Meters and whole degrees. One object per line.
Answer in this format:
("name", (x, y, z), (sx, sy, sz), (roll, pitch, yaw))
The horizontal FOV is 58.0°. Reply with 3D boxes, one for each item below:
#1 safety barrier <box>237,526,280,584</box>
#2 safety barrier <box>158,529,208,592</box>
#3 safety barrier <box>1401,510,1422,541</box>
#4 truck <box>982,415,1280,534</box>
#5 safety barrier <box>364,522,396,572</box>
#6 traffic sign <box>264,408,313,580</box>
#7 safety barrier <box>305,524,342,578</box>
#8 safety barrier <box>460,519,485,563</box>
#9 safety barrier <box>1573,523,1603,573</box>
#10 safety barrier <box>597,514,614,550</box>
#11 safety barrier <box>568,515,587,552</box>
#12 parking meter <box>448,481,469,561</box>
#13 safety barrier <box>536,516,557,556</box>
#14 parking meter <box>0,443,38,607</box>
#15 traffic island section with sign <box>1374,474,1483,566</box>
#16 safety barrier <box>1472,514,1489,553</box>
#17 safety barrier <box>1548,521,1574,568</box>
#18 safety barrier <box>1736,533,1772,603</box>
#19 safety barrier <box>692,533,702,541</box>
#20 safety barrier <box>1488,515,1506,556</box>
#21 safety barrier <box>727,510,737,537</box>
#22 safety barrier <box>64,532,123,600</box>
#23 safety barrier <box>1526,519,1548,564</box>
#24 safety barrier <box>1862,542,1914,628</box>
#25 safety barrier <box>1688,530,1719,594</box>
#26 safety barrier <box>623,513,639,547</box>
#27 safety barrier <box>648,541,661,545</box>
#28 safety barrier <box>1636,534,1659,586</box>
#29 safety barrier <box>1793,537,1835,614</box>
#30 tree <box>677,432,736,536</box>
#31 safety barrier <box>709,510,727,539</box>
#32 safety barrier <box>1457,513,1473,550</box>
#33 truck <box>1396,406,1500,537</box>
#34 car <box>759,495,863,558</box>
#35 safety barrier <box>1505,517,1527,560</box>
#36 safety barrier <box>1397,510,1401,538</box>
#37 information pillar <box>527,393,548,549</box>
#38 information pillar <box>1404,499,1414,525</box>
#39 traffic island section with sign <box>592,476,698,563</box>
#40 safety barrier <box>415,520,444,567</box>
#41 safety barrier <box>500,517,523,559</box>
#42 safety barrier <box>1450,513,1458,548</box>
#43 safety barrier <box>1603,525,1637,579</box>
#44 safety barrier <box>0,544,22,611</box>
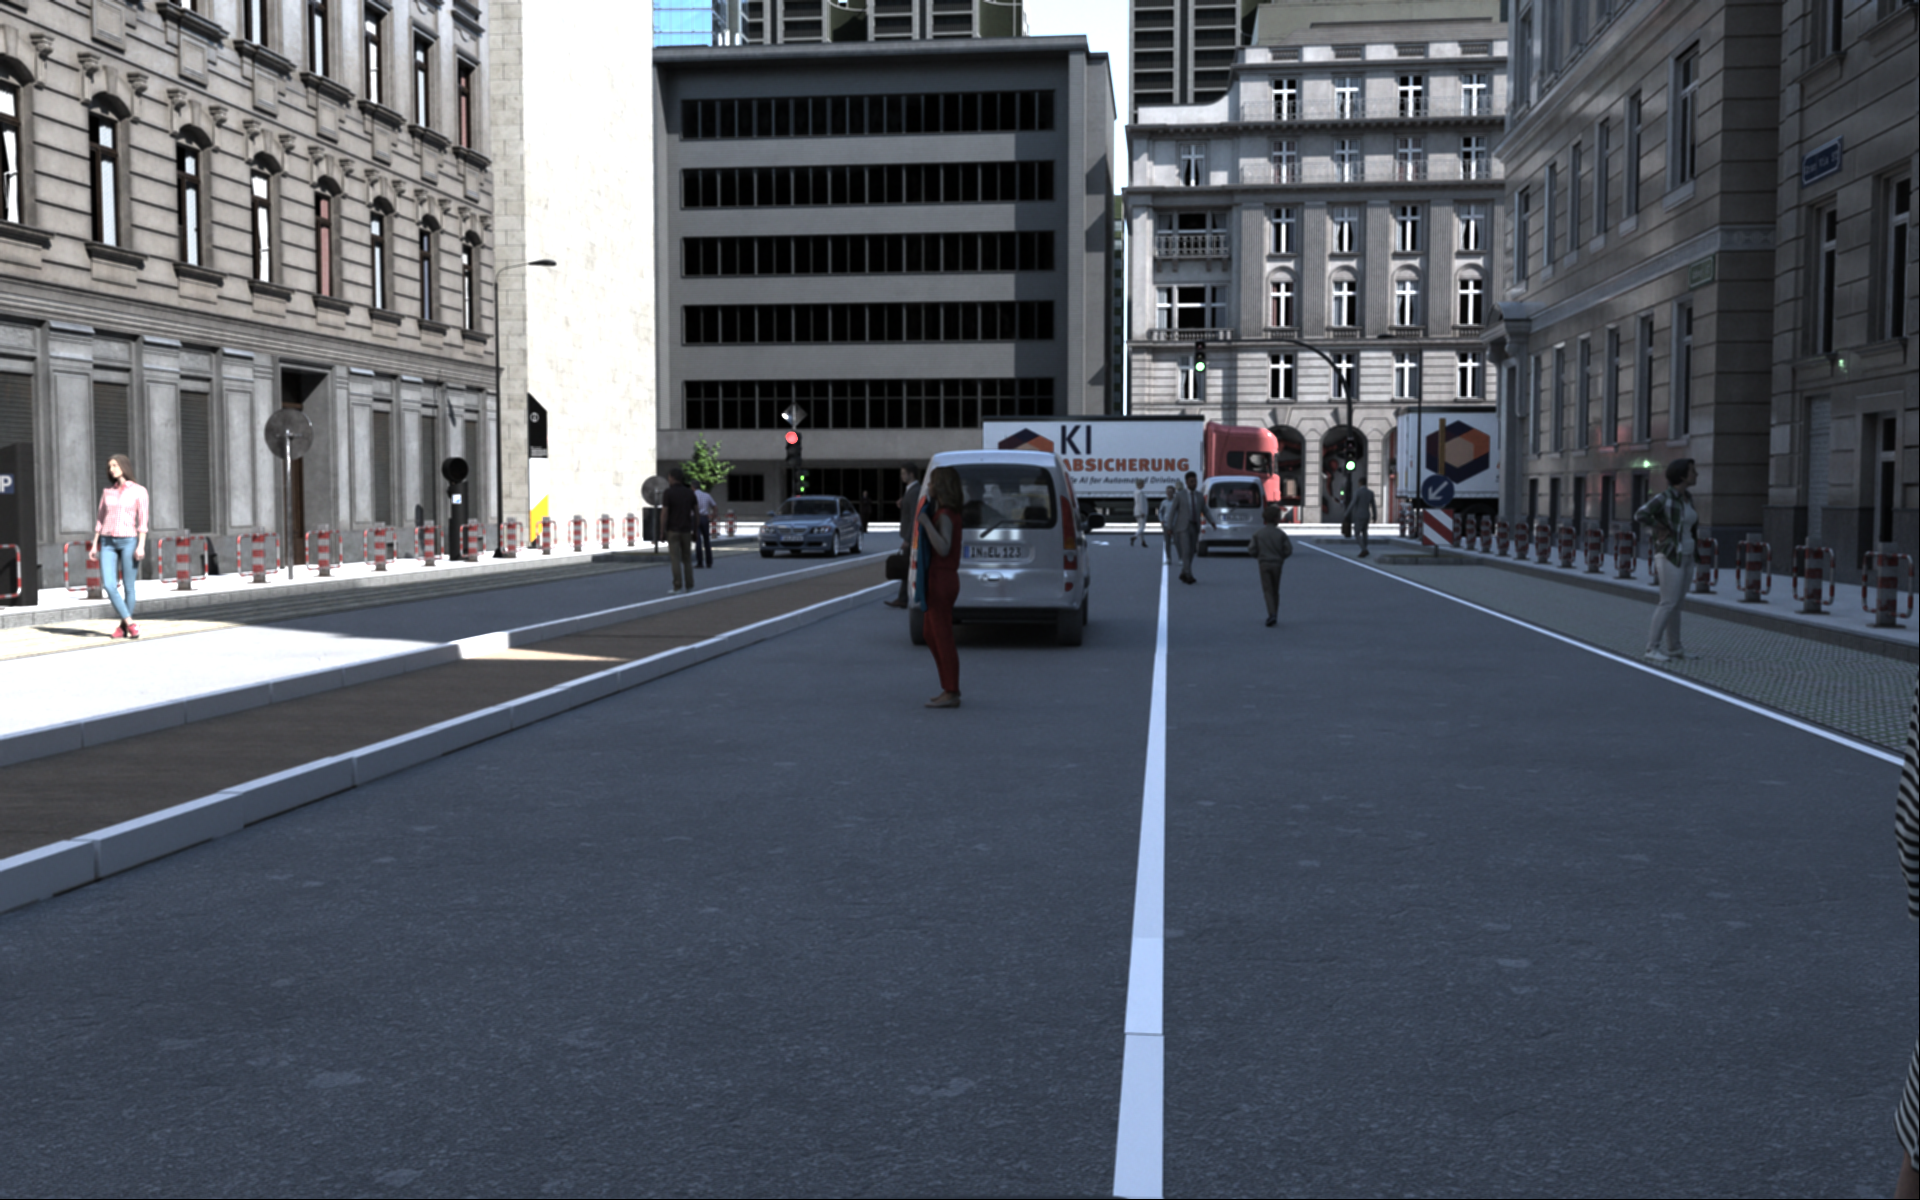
("safety barrier", (-10.025, -0.641, 24.761), (0.300, 0.817, 1.120), (0, 4, 7))
("safety barrier", (-10.247, -0.525, 22.857), (0.300, 0.817, 1.120), (0, 4, 7))
("safety barrier", (12.793, -2.126, 49.029), (0.300, 0.817, 1.120), (0, 4, 7))
("truck", (6.483, -4.505, 62.567), (11.283, 4.237, 2.839), (0, 4, 6))
("safety barrier", (-9.565, -0.875, 28.579), (0.300, 0.817, 1.120), (0, 4, 7))
("traffic sign", (-9.970, -1.567, 25.723), (0.768, 2.556, 0.104), (0, 4, 8))
("safety barrier", (-9.791, -0.758, 26.668), (0.300, 0.817, 1.120), (0, 4, 7))
("safety barrier", (-9.108, -1.108, 32.385), (0.300, 0.817, 1.120), (0, 4, 7))
("safety barrier", (10.271, -0.843, 28.054), (0.300, 0.817, 1.120), (0, 4, 7))
("safety barrier", (-8.189, -1.574, 40.012), (0.300, 0.817, 1.120), (0, 4, 7))
("safety barrier", (-8.415, -1.458, 38.108), (0.300, 0.817, 1.120), (0, 4, 7))
("parking meter", (-9.629, -1.520, 33.264), (0.372, 1.533, 0.369), (0, 3, 0))
("safety barrier", (-8.646, -1.341, 36.204), (0.300, 0.817, 1.120), (0, 4, 7))
("parking meter", (-10.799, -0.861, 19.787), (0.399, 1.863, 0.255), (1, 4, 14))
("traffic island section with sign", (9.567, -1.645, 35.524), (1.989, 1.847, 2.006), (0, 4, 7))
("safety barrier", (11.414, -1.425, 37.578), (0.300, 0.817, 1.120), (0, 4, 7))
("safety barrier", (10.502, -0.959, 29.962), (0.300, 0.817, 1.120), (0, 4, 7))
("safety barrier", (9.359, -0.376, 20.428), (0.300, 0.817, 1.120), (0, 4, 7))
("safety barrier", (-7.274, -2.041, 47.643), (0.300, 0.817, 1.120), (0, 4, 7))
("safety barrier", (11.187, -1.309, 35.674), (0.300, 0.817, 1.120), (0, 4, 7))
("safety barrier", (-6.809, -2.276, 51.486), (0.300, 0.817, 1.120), (0, 4, 7))
("safety barrier", (-10.476, -0.409, 20.954), (0.300, 0.817, 1.120), (0, 4, 7))
("safety barrier", (10.731, -1.076, 31.868), (0.300, 0.817, 1.120), (0, 4, 7))
("safety barrier", (8.898, -0.144, 16.622), (0.300, 0.817, 1.120), (0, 4, 7))
("safety barrier", (9.586, -0.493, 22.335), (0.300, 0.817, 1.120), (0, 4, 7))
("safety barrier", (-7.965, -1.691, 41.917), (0.300, 0.817, 1.120), (0, 4, 7))
("safety barrier", (-7.728, -1.807, 43.819), (0.300, 0.817, 1.120), (0, 4, 7))
("safety barrier", (9.813, -0.610, 24.248), (0.300, 0.817, 1.120), (0, 4, 7))
("safety barrier", (9.128, -0.260, 18.525), (0.300, 0.817, 1.120), (0, 4, 7))
("tree", (-8.106, -3.636, 54.054), (1.663, 3.219, 1.824), (0, 3, 0))
("safety barrier", (-7.039, -2.159, 49.570), (0.300, 0.817, 1.120), (0, 4, 7))
("safety barrier", (11.649, -1.542, 39.489), (0.300, 0.817, 1.120), (0, 4, 7))
("truck", (19.953, -4.094, 55.858), (11.283, 4.237, 2.839), (0, 4, 6))
("car", (-3.427, -1.751, 40.632), (2.014, 1.417, 4.499), (0, 4, 8))
("safety barrier", (10.957, -1.192, 33.771), (0.300, 0.817, 1.120), (0, 4, 7))
("safety barrier", (13.024, -2.242, 50.931), (0.300, 0.817, 1.120), (0, 4, 7))
("information pillar", (-9.827, -2.993, 40.287), (0.183, 3.616, 0.504), (3, 5, 44))
("information pillar", (18.671, -4.125, 71.934), (0.304, 2.012, 0.304), (-3, 5, -40))
("traffic island section with sign", (-6.597, -1.733, 36.959), (1.989, 1.847, 2.006), (0, 4, 7))
("safety barrier", (-9.337, -0.991, 30.482), (0.300, 0.817, 1.120), (0, 4, 7))
("safety barrier", (-8.875, -1.224, 34.288), (0.300, 0.817, 1.120), (0, 4, 7))
("safety barrier", (11.875, -1.659, 41.394), (0.300, 0.817, 1.120), (0, 4, 7))
("safety barrier", (10.045, -0.726, 26.150), (0.300, 0.817, 1.120), (0, 4, 7))
("safety barrier", (-10.707, -0.292, 19.052), (0.300, 0.817, 1.120), (0, 4, 7))
